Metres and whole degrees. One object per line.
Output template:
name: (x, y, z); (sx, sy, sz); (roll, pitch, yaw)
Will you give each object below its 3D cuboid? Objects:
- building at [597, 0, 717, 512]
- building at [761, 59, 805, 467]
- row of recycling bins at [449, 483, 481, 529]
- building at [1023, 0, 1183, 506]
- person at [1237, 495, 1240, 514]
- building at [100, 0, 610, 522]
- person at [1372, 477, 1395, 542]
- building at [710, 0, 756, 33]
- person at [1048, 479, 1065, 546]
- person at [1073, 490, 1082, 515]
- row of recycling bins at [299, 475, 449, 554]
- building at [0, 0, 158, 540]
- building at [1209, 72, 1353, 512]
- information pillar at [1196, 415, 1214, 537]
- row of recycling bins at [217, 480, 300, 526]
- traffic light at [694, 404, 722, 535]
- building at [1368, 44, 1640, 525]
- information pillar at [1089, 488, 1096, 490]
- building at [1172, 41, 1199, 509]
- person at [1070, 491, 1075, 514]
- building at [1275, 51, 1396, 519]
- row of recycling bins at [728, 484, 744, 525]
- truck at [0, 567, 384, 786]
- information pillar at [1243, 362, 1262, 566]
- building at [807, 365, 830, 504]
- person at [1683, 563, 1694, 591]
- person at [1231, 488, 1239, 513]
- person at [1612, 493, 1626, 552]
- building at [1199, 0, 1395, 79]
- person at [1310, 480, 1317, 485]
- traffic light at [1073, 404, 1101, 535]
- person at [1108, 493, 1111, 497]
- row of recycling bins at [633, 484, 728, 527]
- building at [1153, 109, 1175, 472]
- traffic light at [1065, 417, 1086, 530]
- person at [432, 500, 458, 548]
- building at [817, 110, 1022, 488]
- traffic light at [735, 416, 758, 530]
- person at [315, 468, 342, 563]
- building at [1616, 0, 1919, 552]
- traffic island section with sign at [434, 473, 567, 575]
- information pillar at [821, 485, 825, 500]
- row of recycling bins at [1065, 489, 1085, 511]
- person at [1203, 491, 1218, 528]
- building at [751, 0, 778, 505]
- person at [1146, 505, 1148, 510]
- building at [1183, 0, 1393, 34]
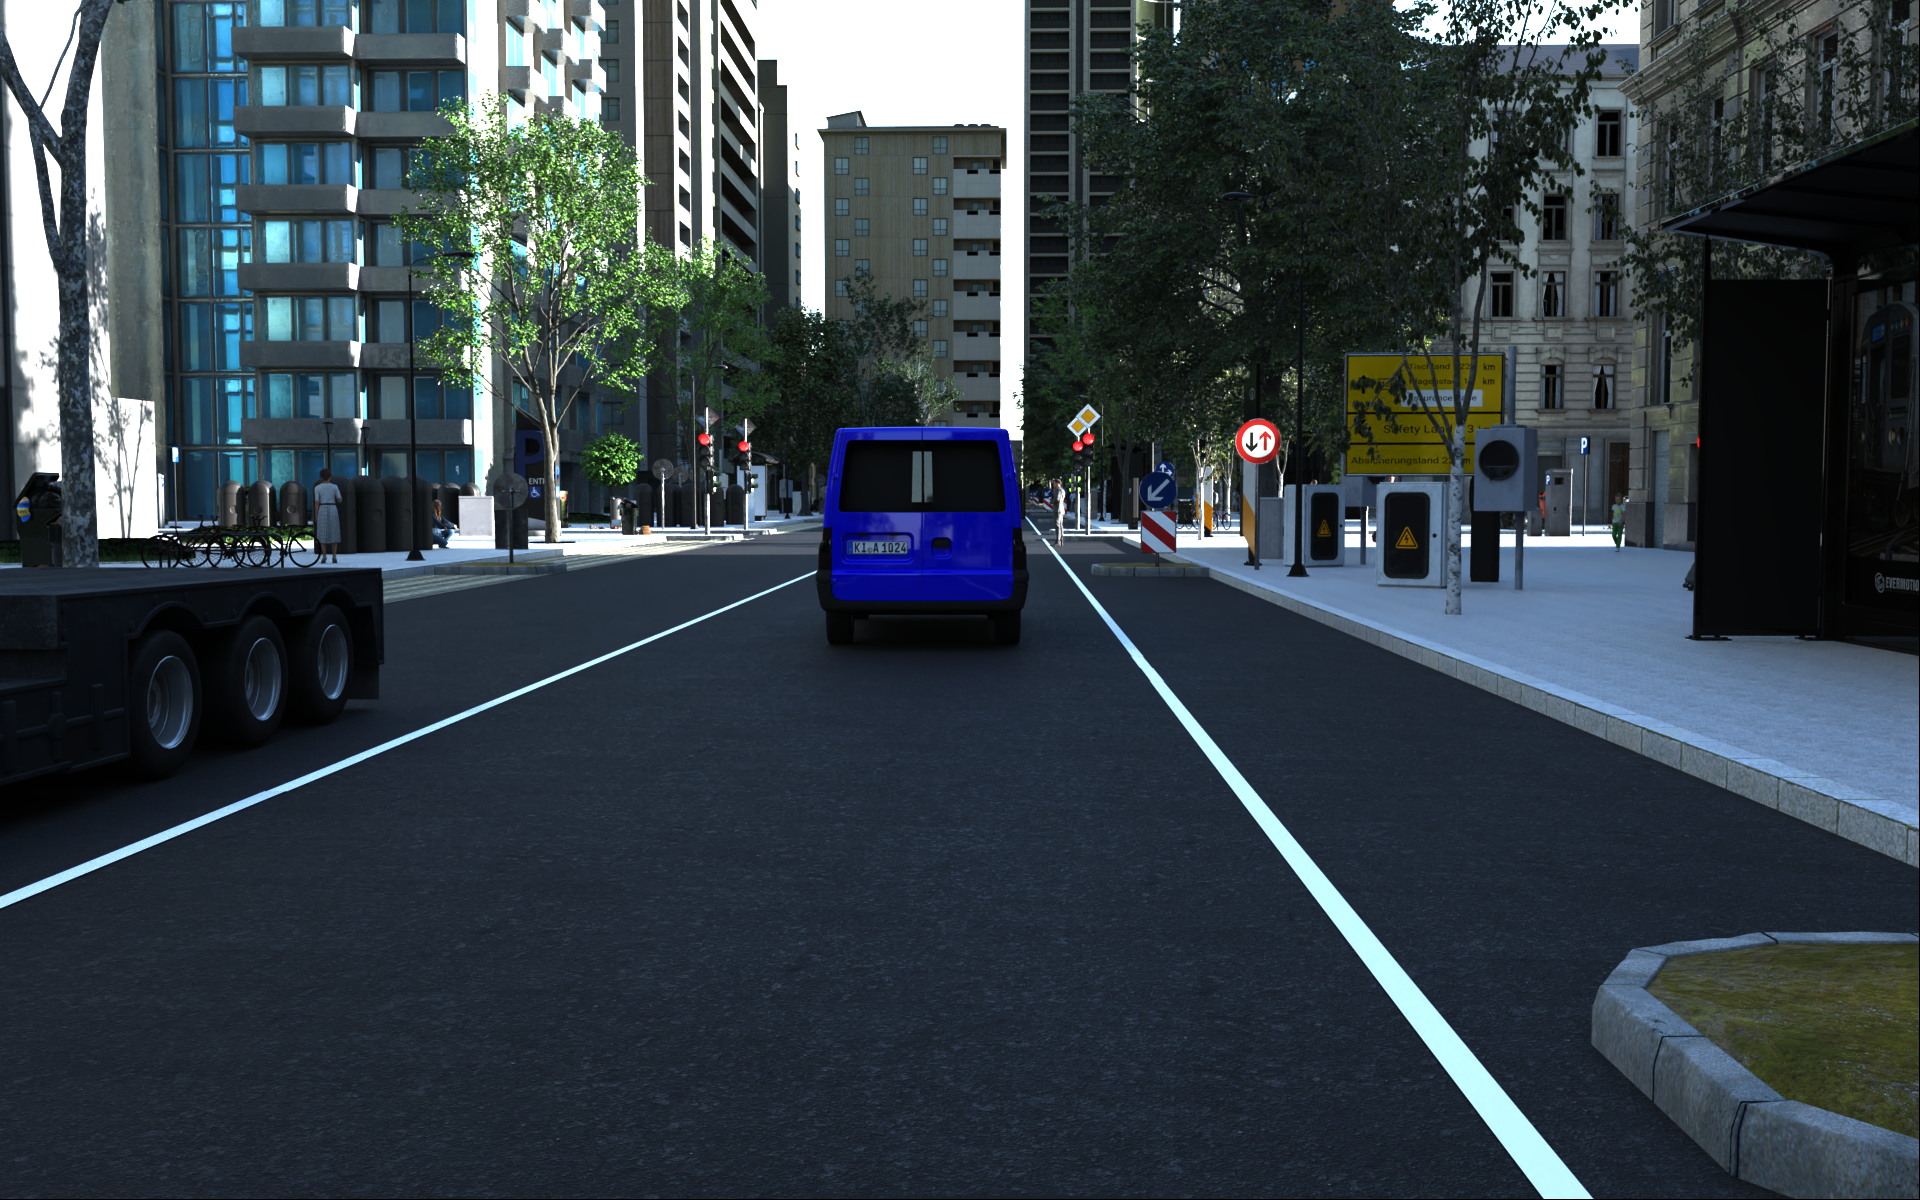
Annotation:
building: (-25.511, -26.849, 122.568); (14.154, 41.232, 14.086); (0, 4, 2)
building: (-28.827, -34.711, 191.223); (21.600, 48.544, 21.300); (0, 4, 2)
row of recycling bins: (-18.952, -3.456, 63.611); (3.534, 1.692, 1.069); (2, 4, 32)
building: (19.120, -49.096, 240.976); (20.611, 71.187, 20.563); (0, 4, 2)
person: (18.172, -6.470, 112.024); (0.583, 1.804, 0.606); (2, 4, 24)
building: (-31.777, -28.909, 92.276); (23.786, 49.044, 30.456); (0, 4, 2)
person: (11.308, -2.442, 45.882); (0.836, 1.842, 0.656); (2, 4, 32)
building: (-29.392, -32.070, 148.046); (21.300, 48.544, 21.600); (0, 4, 2)
person: (2.636, -2.408, 47.684); (0.447, 1.846, 0.655); (1, 4, 18)
person: (7.082, -5.940, 103.758); (0.643, 1.750, 0.593); (-1, 4, -16)
row of recycling bins: (-12.923, -1.914, 38.405); (1.069, 1.692, 3.534); (1, 4, 19)
building: (-31.932, -36.440, 34.040); (20.611, 71.187, 20.563); (0, 4, 2)
building: (28.725, -19.252, 119.292); (19.350, 26.468, 34.151); (0, 4, 2)
information pillar: (7.282, -3.674, 51.423); (0.504, 3.616, 0.183); (1, 4, 13)
row of recycling bins: (-20.572, -2.768, 52.363); (3.534, 1.692, 1.069); (-1, 4, -13)
traffic light: (-7.901, -3.990, 54.151); (0.839, 4.253, 0.868); (0, 4, 2)
building: (28.067, -13.903, 76.460); (18.267, 20.994, 9.793); (0, 4, 2)
information pillar: (7.850, -6.858, 103.488); (0.504, 3.616, 0.183); (1, 4, 12)
building: (26.554, -29.099, 159.362); (14.154, 41.232, 14.086); (0, 4, 2)
person: (7.445, -6.441, 113.169); (0.589, 1.601, 0.330); (2, 4, 34)
building: (24.592, -16.200, 94.544); (12.332, 23.373, 15.834); (0, 4, 2)
row of recycling bins: (-10.762, -4.025, 72.928); (3.534, 1.692, 1.069); (1, 4, 12)
truck: (-5.335, -0.760, 2.190); (2.967, 4.110, 18.799); (0, 4, 2)
information pillar: (5.233, -2.429, 31.064); (0.183, 3.616, 0.504); (-1, 4, -18)
building: (-33.970, -24.552, 246.457); (28.899, 21.520, 27.650); (0, 4, 2)
person: (10.361, -1.021, 22.948); (1.509, 1.804, 0.699); (0, 4, -2)
person: (18.212, -6.569, 114.455); (0.512, 1.701, 0.522); (-1, 4, -19)
person: (14.710, -1.736, 38.682); (0.306, 1.304, 0.590); (2, 4, 28)
building: (27.478, -30.225, 144.282); (14.600, 45.320, 14.200); (0, 4, 2)
person: (12.757, -3.477, 63.068); (0.592, 1.802, 0.473); (-1, 4, -22)
traffic light: (3.956, -3.971, 53.841); (0.839, 4.253, 0.868); (0, 4, 2)
person: (16.186, -10.829, 186.328); (0.697, 1.427, 0.421); (-2, 4, -25)
row of recycling bins: (-11.018, -3.717, 67.882); (3.534, 1.692, 1.069); (0, 4, -5)
building: (28.998, -33.258, 193.872); (14.600, 45.320, 14.200); (0, 4, 2)
traffic light: (4.175, -4.459, 61.823); (0.839, 4.253, 0.868); (0, 4, 2)
person: (-12.186, -1.794, 40.872); (0.738, 1.151, 1.012); (1, 4, 11)
building: (-4.943, -40.172, 246.050); (27.495, 52.752, 28.713); (0, 4, 2)
traffic light: (-7.682, -4.478, 62.133); (0.839, 4.253, 0.868); (0, 4, 2)
person: (-11.705, -1.559, 32.101); (0.480, 1.755, 0.524); (-2, 4, -24)
building: (21.601, -14.199, 29.417); (12.463, 27.353, 25.104); (0, 4, 2)
traffic island section with sign: (-8.240, -1.391, 31.378); (1.989, 1.847, 2.006); (0, 4, 2)
information pillar: (-9.579, -7.075, 120.170); (0.304, 2.012, 0.304); (1, 4, 14)
row of recycling bins: (8.580, -7.370, 127.619); (1.069, 1.692, 3.534); (-1, 4, -16)
person: (9.306, -3.579, 64.903); (0.721, 1.781, 0.623); (1, 4, 12)
building: (-28.316, -44.697, 169.041); (20.563, 71.187, 20.611); (0, 4, 2)
person: (15.169, -8.007, 140.187); (0.697, 1.427, 0.421); (-1, 4, -12)
building: (31.186, -45.100, 175.643); (20.563, 71.187, 20.611); (0, 4, 2)
